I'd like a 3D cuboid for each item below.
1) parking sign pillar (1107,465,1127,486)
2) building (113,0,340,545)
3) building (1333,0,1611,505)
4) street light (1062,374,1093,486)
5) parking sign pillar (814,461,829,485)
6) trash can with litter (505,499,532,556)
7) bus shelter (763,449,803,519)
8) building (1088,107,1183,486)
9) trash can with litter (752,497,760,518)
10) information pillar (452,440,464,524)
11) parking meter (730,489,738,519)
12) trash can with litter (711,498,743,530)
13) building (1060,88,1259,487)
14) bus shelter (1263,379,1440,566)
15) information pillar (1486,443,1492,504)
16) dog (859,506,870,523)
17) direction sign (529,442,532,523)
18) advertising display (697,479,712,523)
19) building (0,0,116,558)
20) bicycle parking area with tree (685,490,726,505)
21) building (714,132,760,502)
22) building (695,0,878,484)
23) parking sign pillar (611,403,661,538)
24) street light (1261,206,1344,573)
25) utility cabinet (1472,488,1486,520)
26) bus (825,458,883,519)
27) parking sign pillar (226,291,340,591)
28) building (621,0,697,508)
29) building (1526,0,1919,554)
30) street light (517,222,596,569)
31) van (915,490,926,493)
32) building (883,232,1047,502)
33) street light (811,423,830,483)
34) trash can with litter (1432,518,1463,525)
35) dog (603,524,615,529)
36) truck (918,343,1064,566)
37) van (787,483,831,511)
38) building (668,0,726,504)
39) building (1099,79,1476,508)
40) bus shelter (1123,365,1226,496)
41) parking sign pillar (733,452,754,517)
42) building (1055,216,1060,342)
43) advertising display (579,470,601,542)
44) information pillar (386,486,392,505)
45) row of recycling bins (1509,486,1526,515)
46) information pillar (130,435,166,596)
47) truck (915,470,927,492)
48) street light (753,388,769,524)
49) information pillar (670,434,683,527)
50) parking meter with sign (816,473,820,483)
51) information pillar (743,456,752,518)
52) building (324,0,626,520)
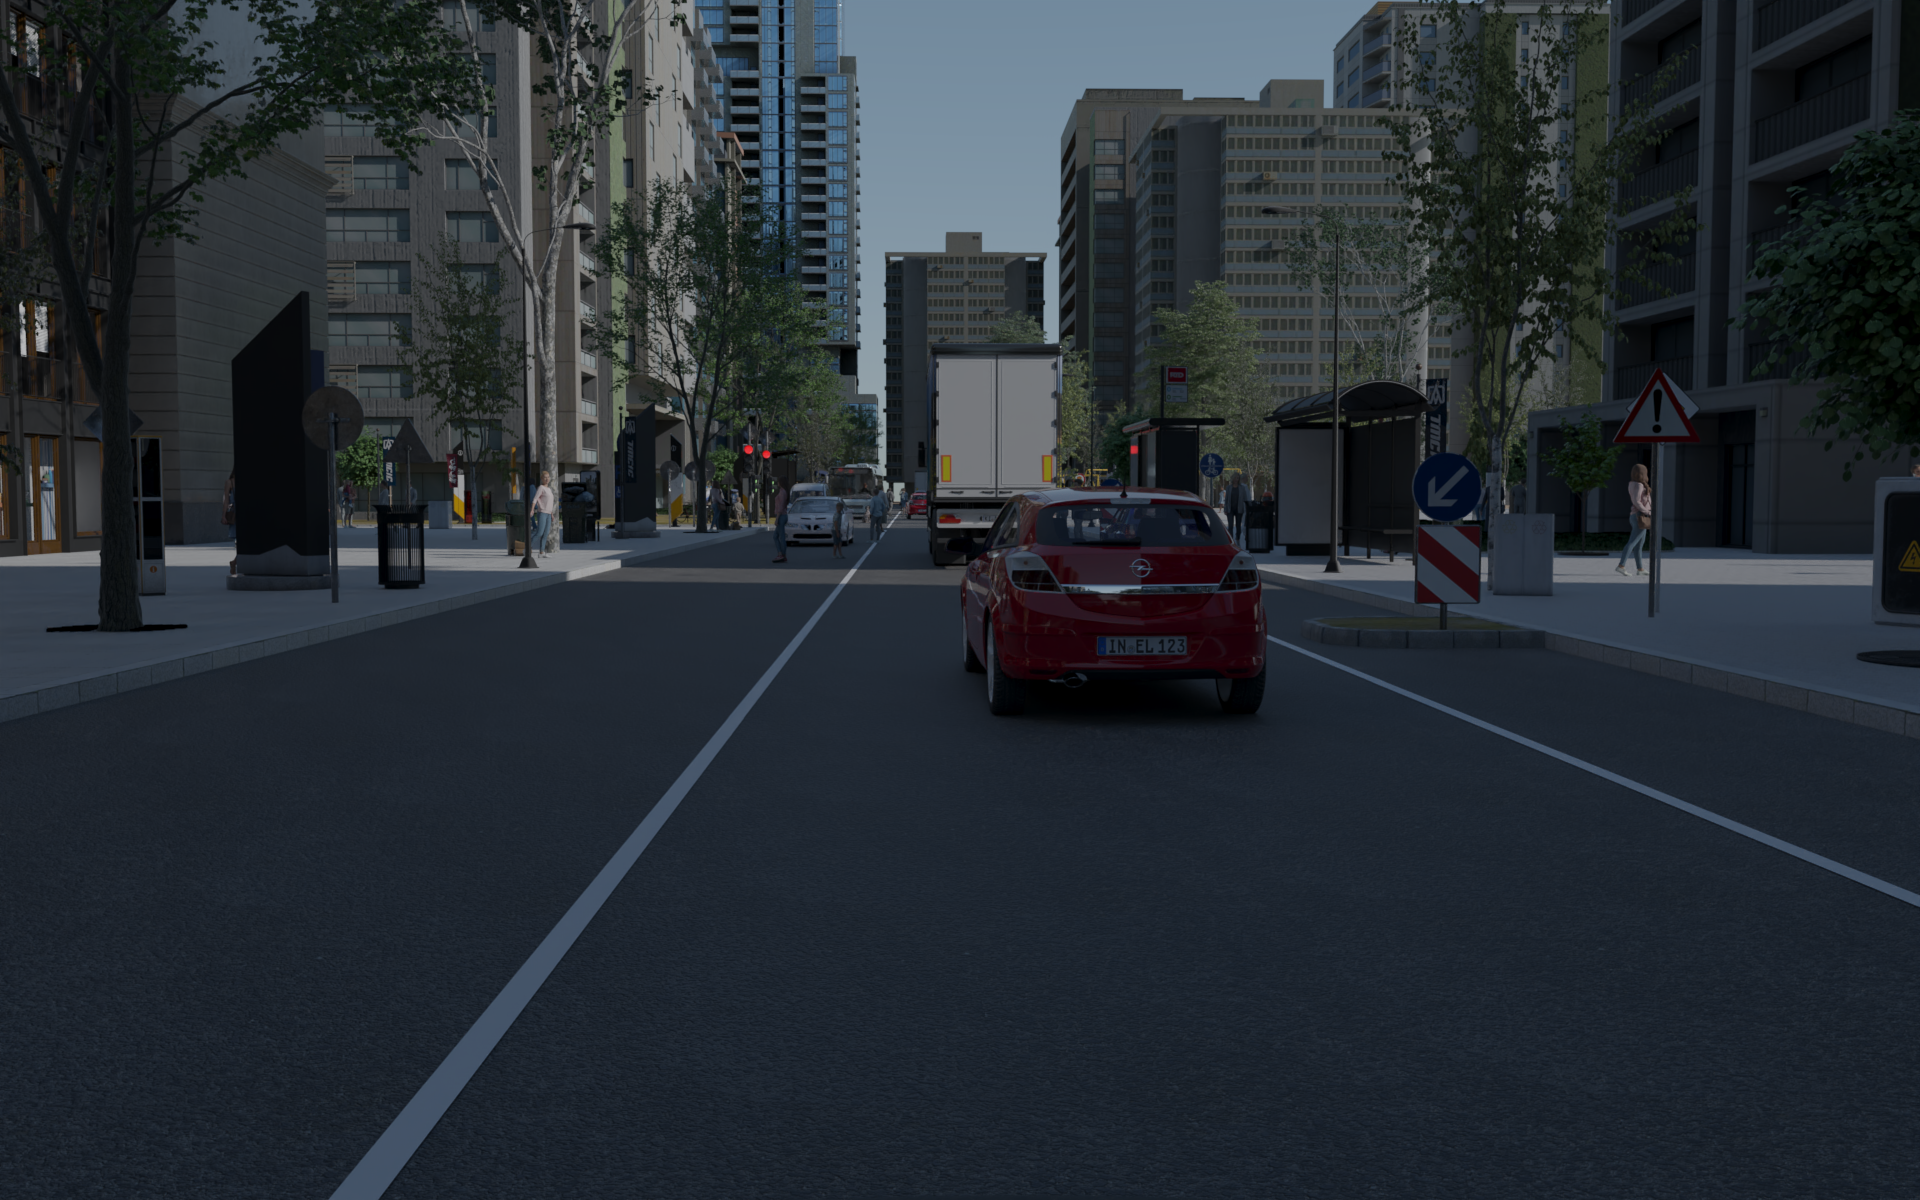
[{"bbox_3d":[7.264,-5.441,77.435,1.447,3.967,1.447,2,4,28],"label":"parking sign pillar"},{"bbox_3d":[-31.785,-15.347,48.181,25.104,27.353,12.463,0,4,-2],"label":"building"},{"bbox_3d":[60.503,-40.599,205.790,28.212,58.520,21.231,0,4,-2],"label":"building"},{"bbox_3d":[4.556,-5.771,66.905,1.470,5.913,1.316,0,4,-2],"label":"street light"},{"bbox_3d":[-11.437,-9.482,143.497,1.447,3.967,1.447,-2,4,-35],"label":"parking sign pillar"},{"bbox_3d":[-9.096,-1.507,36.027,0.624,1.170,1.055,-2,4,-26],"label":"trash can with litter"},{"bbox_3d":[-9.503,-6.244,93.377,1.731,3.624,6.357,0,4,-1],"label":"bus shelter"},{"bbox_3d":[20.719,-30.756,186.451,14.154,41.232,14.086,0,4,-2],"label":"building"},{"bbox_3d":[-10.419,-4.619,86.904,0.624,1.170,1.055,-2,4,-26],"label":"trash can with litter"},{"bbox_3d":[-21.717,-5.119,75.049,0.504,3.616,0.183,-3,5,-43],"label":"information pillar"},{"bbox_3d":[-12.836,-5.436,97.286,0.372,1.533,0.369,0,3,0],"label":"parking meter"},{"bbox_3d":[-8.261,-3.059,61.401,0.624,1.170,1.055,3,5,44],"label":"trash can with litter"},{"bbox_3d":[23.311,-35.499,204.111,21.300,48.544,21.600,0,4,-2],"label":"building"},{"bbox_3d":[7.381,-2.412,33.363,2.014,3.302,5.546,0,4,-2],"label":"bus shelter"},{"bbox_3d":[20.636,-4.631,67.077,0.504,3.616,0.183,0,4,-3],"label":"information pillar"},{"bbox_3d":[-4.823,-4.283,86.857,0.800,0.831,0.513,-1,4,-23],"label":"dog"},{"bbox_3d":[-18.929,-5.129,75.850,0.379,3.537,0.876,-2,4,-31],"label":"direction sign"},{"bbox_3d":[-11.181,-4.318,75.809,0.123,1.923,0.974,2,4,28],"label":"advertising display"},{"bbox_3d":[-25.328,-12.353,31.648,12.332,23.373,15.834,0,4,-2],"label":"building"},{"bbox_3d":[-21.650,-9.553,143.197,8.231,4.147,9.016,3,5,42],"label":"bicycle parking area with tree"},{"bbox_3d":[-38.380,-33.544,203.068,28.867,44.769,22.147,0,4,-2],"label":"building"},{"bbox_3d":[-27.642,-57.535,253.367,31.000,86.520,22.319,0,4,-2],"label":"building"},{"bbox_3d":[-9.550,-3.819,50.915,1.447,3.967,1.447,2,4,35],"label":"parking sign pillar"},{"bbox_3d":[5.561,-3.400,28.126,1.470,5.913,1.316,0,4,-2],"label":"street light"},{"bbox_3d":[19.626,-3.476,65.511,0.318,1.500,1.173,0,4,6],"label":"utility cabinet"},{"bbox_3d":[-6.147,-6.633,103.316,2.948,3.499,13.247,0,3,0],"label":"bus"},{"bbox_3d":[-9.219,-2.142,23.490,1.447,3.967,1.447,2,4,24],"label":"parking sign pillar"},{"bbox_3d":[-33.073,-32.408,119.108,28.713,52.752,27.495,0,4,-2],"label":"building"},{"bbox_3d":[27.381,-36.780,39.603,20.563,71.187,20.611,0,4,-2],"label":"building"},{"bbox_3d":[-6.919,-3.499,29.757,1.470,5.913,1.316,0,4,-2],"label":"street light"},{"bbox_3d":[-4.502,-11.691,198.166,2.013,2.044,4.112,0,4,-1],"label":"van"},{"bbox_3d":[0.535,-34.721,259.567,23.993,40.220,32.217,0,4,-2],"label":"building"},{"bbox_3d":[-9.139,-8.587,112.933,1.470,5.913,1.316,0,4,-2],"label":"street light"},{"bbox_3d":[9.479,-1.408,34.401,0.624,1.170,1.055,-2,4,-27],"label":"trash can with litter"},{"bbox_3d":[-12.706,-2.795,63.433,0.550,0.427,0.748,-3,5,-45],"label":"dog"},{"bbox_3d":[0.520,-2.993,37.854,2.839,4.237,11.283,0,4,-2],"label":"truck"},{"bbox_3d":[-5.677,-3.549,65.036,2.013,2.044,4.112,0,4,0],"label":"van"},{"bbox_3d":[-34.292,-33.291,163.920,23.786,49.044,30.456,0,4,-2],"label":"building"},{"bbox_3d":[29.876,-29.043,166.727,32.217,40.220,23.993,0,4,-2],"label":"building"},{"bbox_3d":[6.134,-4.535,51.780,2.179,5.291,8.768,0,4,-2],"label":"bus shelter"},{"bbox_3d":[-12.363,-6.766,99.104,1.447,3.967,1.447,3,4,37],"label":"parking sign pillar"},{"bbox_3d":[27.344,-36.813,256.519,28.867,44.769,22.147,0,4,-2],"label":"building"},{"bbox_3d":[-10.043,-2.560,47.064,0.123,1.923,0.974,-3,5,-40],"label":"advertising display"},{"bbox_3d":[-25.629,-4.470,77.580,0.304,2.012,0.304,-1,4,-10],"label":"information pillar"},{"bbox_3d":[26.000,-4.245,76.518,3.534,1.692,1.069,3,4,37],"label":"row of recycling bins"},{"bbox_3d":[-10.247,-1.061,21.839,0.304,2.012,0.304,3,5,44],"label":"information pillar"},{"bbox_3d":[-4.192,-13.579,210.937,2.839,4.237,11.283,0,4,-1],"label":"truck"},{"bbox_3d":[-8.206,-6.236,74.505,1.470,5.913,1.316,0,4,-2],"label":"street light"},{"bbox_3d":[-11.035,-4.649,67.367,0.504,3.616,0.183,1,4,19],"label":"information pillar"},{"bbox_3d":[-12.324,-8.891,141.636,1.738,3.016,0.543,-2,4,-31],"label":"parking meter with sign"},{"bbox_3d":[-11.164,-6.097,91.040,0.504,3.616,0.183,1,4,10],"label":"information pillar"},{"bbox_3d":[-25.688,-24.898,90.679,14.154,41.232,14.086,0,4,-2],"label":"building"}]
